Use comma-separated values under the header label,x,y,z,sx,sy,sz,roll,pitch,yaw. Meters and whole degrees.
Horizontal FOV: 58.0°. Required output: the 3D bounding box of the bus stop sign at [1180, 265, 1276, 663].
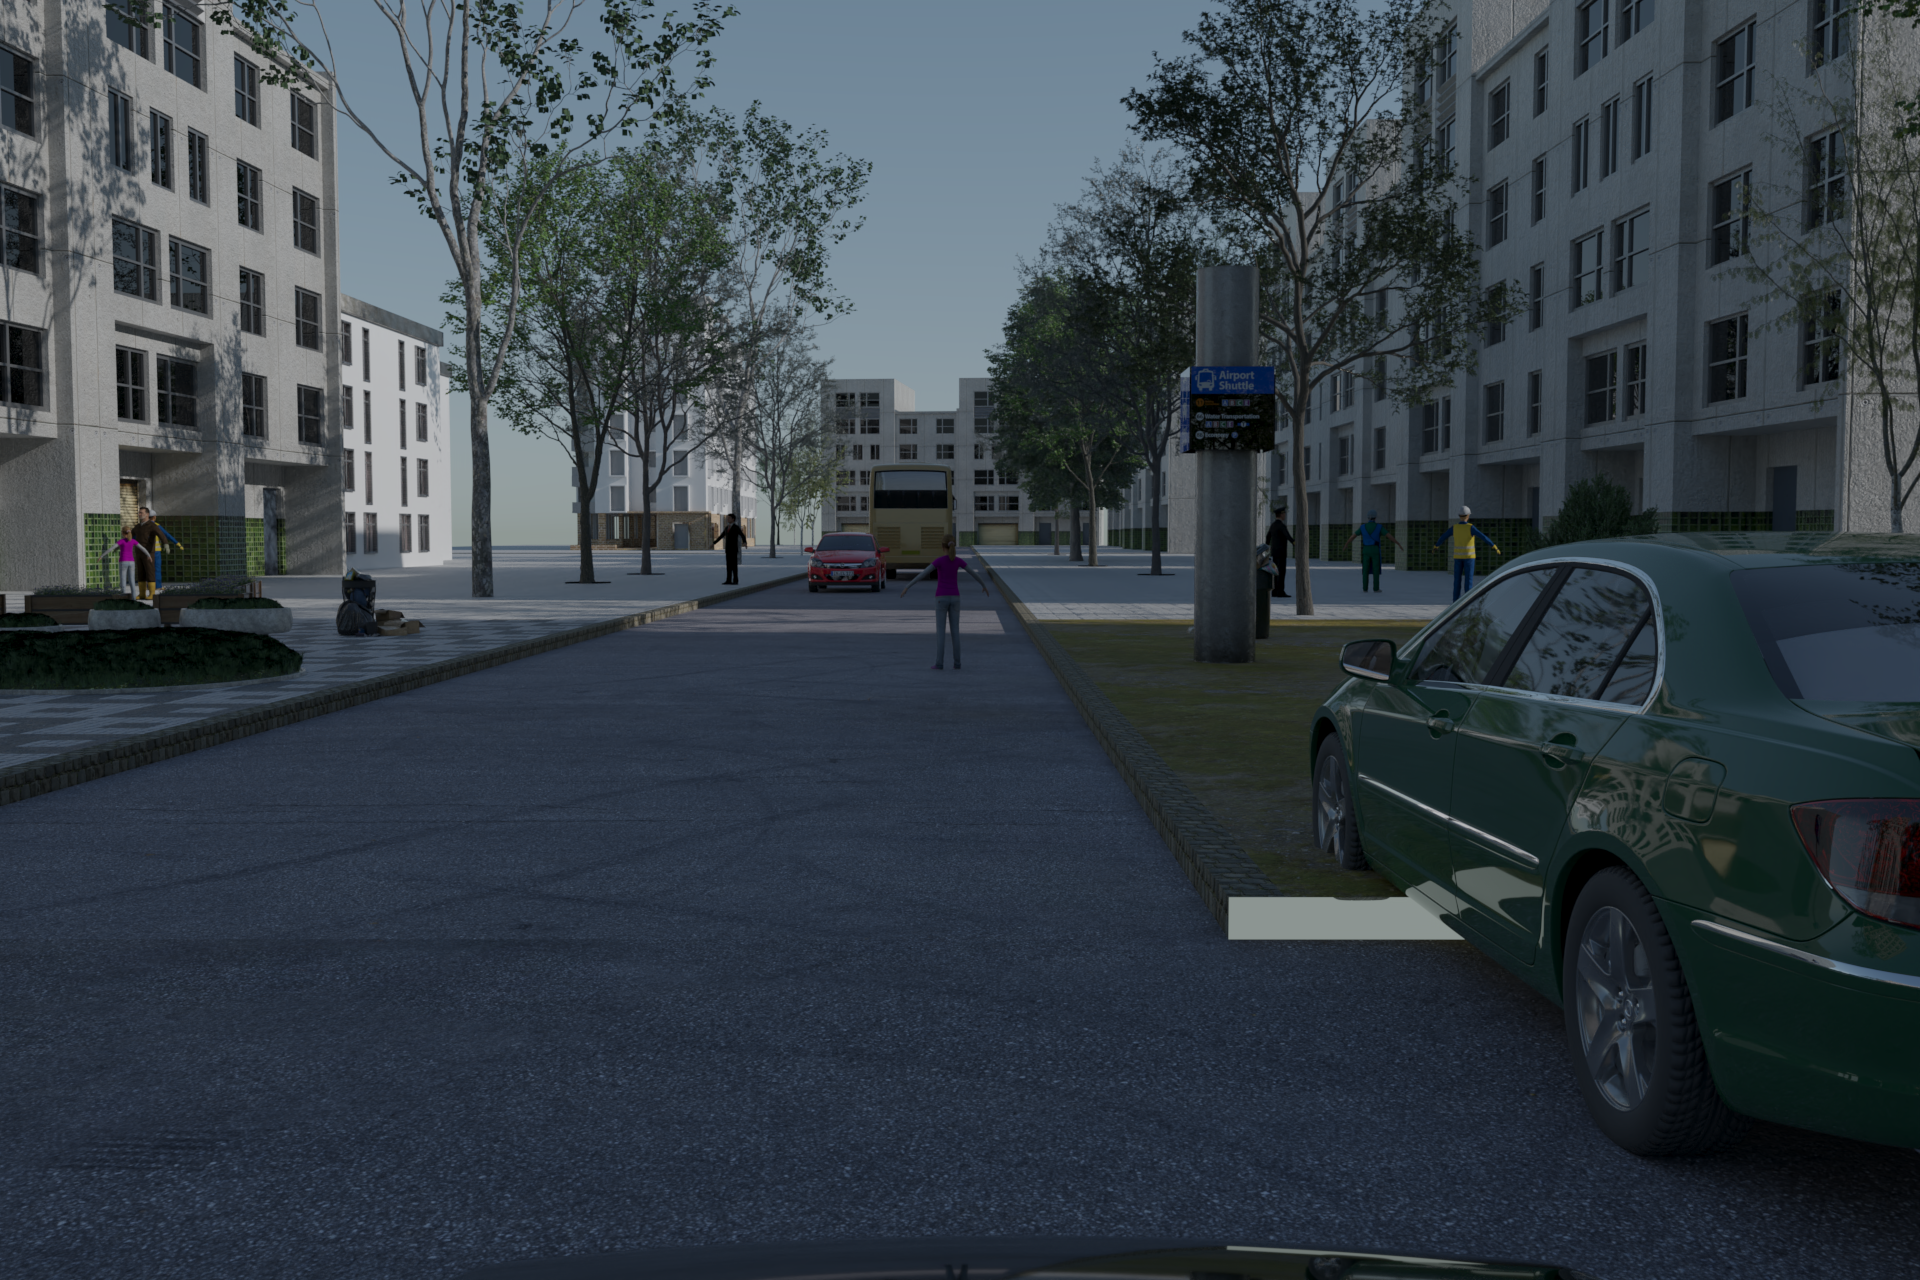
label,x,y,z,sx,sy,sz,roll,pitch,yaw
bus stop sign,2.667,-1.733,17.355,0.837,3.901,0.837,0,4,1

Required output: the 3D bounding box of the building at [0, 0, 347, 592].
label,x,y,z,sx,sy,sz,roll,pitch,yaw
building,-27.993,-10.520,38.455,16.747,18.905,31.486,0,4,1

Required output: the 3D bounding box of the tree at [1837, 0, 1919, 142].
label,x,y,z,sx,sy,sz,roll,pitch,yaw
tree,10.580,-5.361,13.411,9.928,11.665,9.643,0,3,0

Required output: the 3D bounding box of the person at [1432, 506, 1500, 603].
label,x,y,z,sx,sy,sz,roll,pitch,yaw
person,8.905,-1.472,30.529,1.216,1.772,0.721,2,4,35

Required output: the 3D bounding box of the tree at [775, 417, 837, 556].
label,x,y,z,sx,sy,sz,roll,pitch,yaw
tree,-9.488,-9.332,102.939,4.360,8.622,3.978,0,3,0

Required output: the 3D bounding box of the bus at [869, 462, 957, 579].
label,x,y,z,sx,sy,sz,roll,pitch,yaw
bus,-1.525,-4.091,58.427,2.896,3.916,12.252,0,4,0

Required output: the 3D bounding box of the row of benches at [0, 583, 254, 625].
label,x,y,z,sx,sy,sz,roll,pitch,yaw
row of benches,-10.724,-0.355,21.273,4.104,0.672,1.422,-1,4,-12

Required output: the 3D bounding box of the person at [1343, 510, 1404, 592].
label,x,y,z,sx,sy,sz,roll,pitch,yaw
person,9.075,-1.957,38.131,1.347,1.817,0.704,2,4,29

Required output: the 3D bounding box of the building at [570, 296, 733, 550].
label,x,y,z,sx,sy,sz,roll,pitch,yaw
building,-24.830,-17.267,138.741,16.016,20.090,11.380,0,4,-1

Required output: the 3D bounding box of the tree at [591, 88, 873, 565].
label,x,y,z,sx,sy,sz,roll,pitch,yaw
tree,-9.921,-13.317,73.625,12.611,20.169,13.585,0,3,0

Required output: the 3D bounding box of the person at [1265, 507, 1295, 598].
label,x,y,z,sx,sy,sz,roll,pitch,yaw
person,6.497,-1.783,35.081,0.705,1.837,1.347,-1,4,-20

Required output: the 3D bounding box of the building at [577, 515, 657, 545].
label,x,y,z,sx,sy,sz,roll,pitch,yaw
building,-27.978,-18.264,155.034,16.016,20.090,11.380,0,4,0

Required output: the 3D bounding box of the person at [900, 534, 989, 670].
label,x,y,z,sx,sy,sz,roll,pitch,yaw
person,-0.148,-0.404,18.327,0.991,1.433,0.599,-1,4,-20

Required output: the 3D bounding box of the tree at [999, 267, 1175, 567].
label,x,y,z,sx,sy,sz,roll,pitch,yaw
tree,5.108,-8.709,68.140,9.928,11.665,9.643,0,3,0

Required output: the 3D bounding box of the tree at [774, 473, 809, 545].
label,x,y,z,sx,sy,sz,roll,pitch,yaw
tree,-19.070,-15.083,196.962,4.737,8.622,4.395,0,3,0

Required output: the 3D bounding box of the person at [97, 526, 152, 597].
label,x,y,z,sx,sy,sz,roll,pitch,yaw
person,-15.269,-1.371,31.686,0.599,1.433,0.991,3,5,41

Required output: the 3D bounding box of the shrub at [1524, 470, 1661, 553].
label,x,y,z,sx,sy,sz,roll,pitch,yaw
shrub,7.800,-1.058,21.344,1.661,2.075,1.752,0,3,0

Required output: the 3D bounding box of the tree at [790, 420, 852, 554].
label,x,y,z,sx,sy,sz,roll,pitch,yaw
tree,-9.114,-9.718,109.259,4.737,8.622,4.395,0,3,0

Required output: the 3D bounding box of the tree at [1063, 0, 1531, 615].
label,x,y,z,sx,sy,sz,roll,pitch,yaw
tree,5.119,-5.670,27.114,7.601,10.594,8.767,0,4,-2

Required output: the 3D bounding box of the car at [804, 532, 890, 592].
label,x,y,z,sx,sy,sz,roll,pitch,yaw
car,-2.840,-2.139,44.014,2.155,1.783,4.494,0,4,0

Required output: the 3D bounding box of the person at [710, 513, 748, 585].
label,x,y,z,sx,sy,sz,roll,pitch,yaw
person,-5.795,-2.299,43.773,1.347,1.806,0.705,3,5,40

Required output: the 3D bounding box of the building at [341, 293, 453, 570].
label,x,y,z,sx,sy,sz,roll,pitch,yaw
building,-26.004,-7.951,72.147,9.099,9.664,28.070,0,3,0

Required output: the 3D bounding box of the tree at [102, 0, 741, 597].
label,x,y,z,sx,sy,sz,roll,pitch,yaw
tree,-10.495,-10.860,33.447,12.611,20.169,13.585,0,3,0

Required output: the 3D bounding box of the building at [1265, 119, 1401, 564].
label,x,y,z,sx,sy,sz,roll,pitch,yaw
building,25.704,-13.216,82.543,16.747,18.905,31.486,0,4,0

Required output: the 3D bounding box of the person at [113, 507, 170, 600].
label,x,y,z,sx,sy,sz,roll,pitch,yaw
person,-15.842,-1.682,33.631,1.346,1.812,0.704,1,4,19

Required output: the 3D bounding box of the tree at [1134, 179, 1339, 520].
label,x,y,z,sx,sy,sz,roll,pitch,yaw
tree,5.280,-5.264,36.431,4.360,8.622,3.978,0,3,0

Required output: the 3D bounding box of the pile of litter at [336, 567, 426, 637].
label,x,y,z,sx,sy,sz,roll,pitch,yaw
pile of litter,-7.511,-0.516,22.405,1.176,0.858,1.719,0,4,0

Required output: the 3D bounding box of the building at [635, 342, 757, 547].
label,x,y,z,sx,sy,sz,roll,pitch,yaw
building,-26.836,-19.309,172.121,16.016,20.090,11.380,0,4,1

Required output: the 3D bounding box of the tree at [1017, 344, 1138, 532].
label,x,y,z,sx,sy,sz,roll,pitch,yaw
tree,6.407,-10.659,92.403,7.486,12.596,7.792,0,3,0

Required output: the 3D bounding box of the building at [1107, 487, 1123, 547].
label,x,y,z,sx,sy,sz,roll,pitch,yaw
building,24.232,-18.667,171.659,16.747,18.905,31.486,0,4,0

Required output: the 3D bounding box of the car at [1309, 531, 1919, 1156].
label,x,y,z,sx,sy,sz,roll,pitch,yaw
car,2.396,0.389,5.437,2.131,1.459,4.920,0,4,-1

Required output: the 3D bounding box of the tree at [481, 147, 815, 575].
label,x,y,z,sx,sy,sz,roll,pitch,yaw
tree,-9.768,-8.802,54.288,12.009,13.543,11.850,0,3,0

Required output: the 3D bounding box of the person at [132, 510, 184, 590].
label,x,y,z,sx,sy,sz,roll,pitch,yaw
person,-18.451,-2.057,39.596,1.349,1.833,0.705,0,4,3

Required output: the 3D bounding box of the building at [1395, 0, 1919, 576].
label,x,y,z,sx,sy,sz,roll,pitch,yaw
building,23.807,-10.943,45.374,16.747,18.905,31.486,0,4,0

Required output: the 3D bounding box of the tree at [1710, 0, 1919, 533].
label,x,y,z,sx,sy,sz,roll,pitch,yaw
tree,12.503,-4.424,22.688,4.360,8.622,3.978,0,3,0

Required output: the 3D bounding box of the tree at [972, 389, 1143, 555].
label,x,y,z,sx,sy,sz,roll,pitch,yaw
tree,5.837,-11.866,104.386,12.009,13.543,11.850,0,3,0

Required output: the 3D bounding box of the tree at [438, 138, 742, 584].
label,x,y,z,sx,sy,sz,roll,pitch,yaw
tree,-9.605,-7.278,44.752,9.928,11.665,9.643,0,3,0

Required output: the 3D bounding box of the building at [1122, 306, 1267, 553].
label,x,y,z,sx,sy,sz,roll,pitch,yaw
building,22.583,-16.379,134.257,16.747,18.905,31.486,0,4,0

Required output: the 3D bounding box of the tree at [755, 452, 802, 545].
label,x,y,z,sx,sy,sz,roll,pitch,yaw
tree,-21.518,-16.987,203.485,9.928,11.665,9.643,0,3,0

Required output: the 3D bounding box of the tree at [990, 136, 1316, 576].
label,x,y,z,sx,sy,sz,roll,pitch,yaw
tree,6.050,-8.757,53.548,12.009,13.543,11.850,0,3,0

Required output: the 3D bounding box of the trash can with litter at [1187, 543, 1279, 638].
label,x,y,z,sx,sy,sz,roll,pitch,yaw
trash can with litter,3.337,-0.602,21.236,1.055,1.170,0.624,0,4,0

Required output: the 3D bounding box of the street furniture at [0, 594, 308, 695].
label,x,y,z,sx,sy,sz,roll,pitch,yaw
street furniture,-11.002,0.009,15.481,10.072,0.657,5.734,-1,4,-10

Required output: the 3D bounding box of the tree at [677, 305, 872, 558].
label,x,y,z,sx,sy,sz,roll,pitch,yaw
tree,-9.851,-11.096,91.789,12.009,13.543,11.850,0,3,0

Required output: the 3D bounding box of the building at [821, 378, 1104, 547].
label,x,y,z,sx,sy,sz,roll,pitch,yaw
building,0.824,-20.424,202.846,31.486,18.905,16.747,0,4,6

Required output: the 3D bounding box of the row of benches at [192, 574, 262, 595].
label,x,y,z,sx,sy,sz,roll,pitch,yaw
row of benches,-10.729,-0.604,25.337,1.422,0.672,4.104,-1,4,-17

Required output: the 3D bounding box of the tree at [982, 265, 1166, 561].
label,x,y,z,sx,sy,sz,roll,pitch,yaw
tree,5.494,-10.697,81.549,9.857,13.997,8.962,0,3,0
